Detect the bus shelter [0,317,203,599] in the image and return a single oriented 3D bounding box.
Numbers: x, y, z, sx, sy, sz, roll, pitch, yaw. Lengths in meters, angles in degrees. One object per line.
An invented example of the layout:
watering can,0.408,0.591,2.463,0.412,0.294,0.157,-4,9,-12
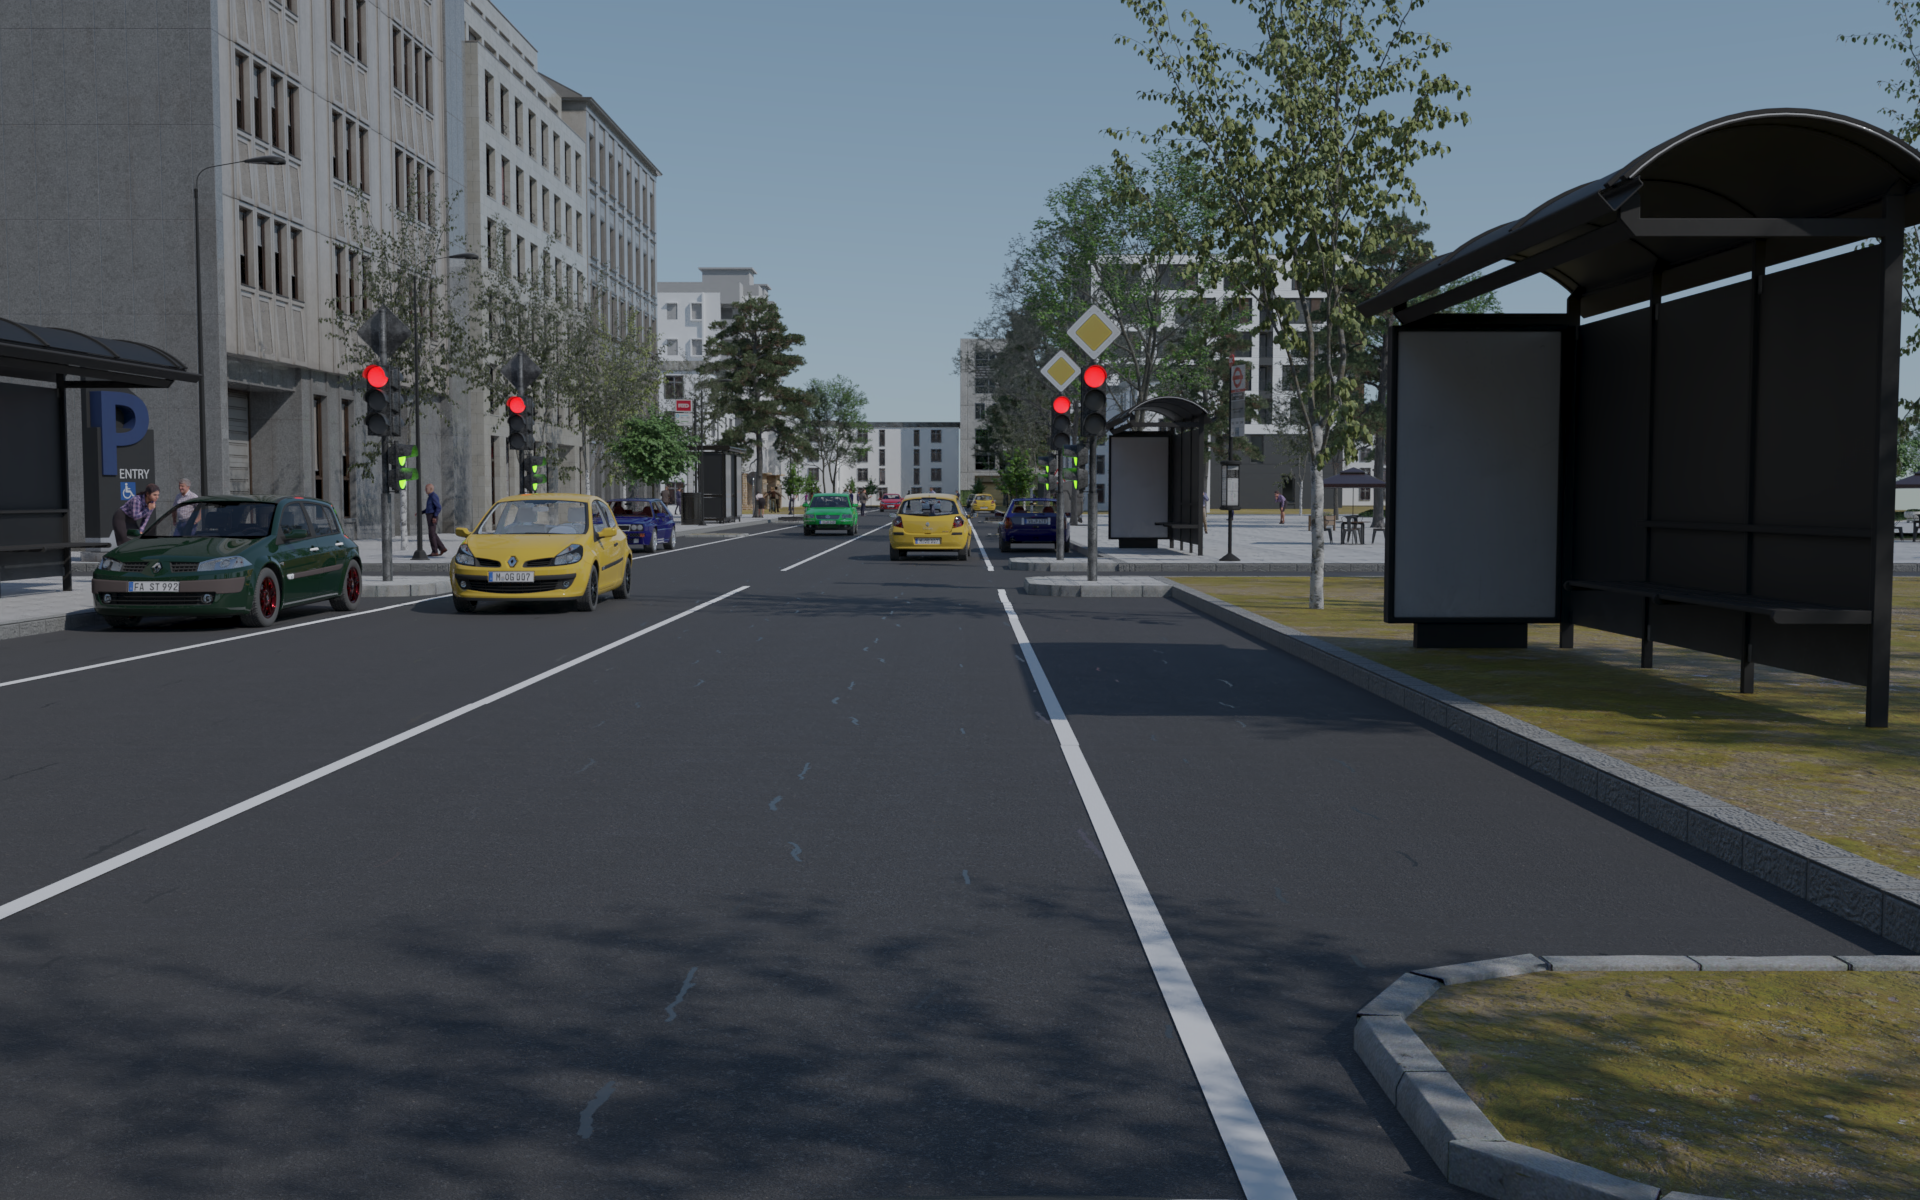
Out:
bus shelter,-11.076,-1.616,20.338,2.014,3.302,5.546,0,3,0

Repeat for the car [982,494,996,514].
car,1.700,-7.227,128.393,2.015,1.641,3.980,0,4,-2

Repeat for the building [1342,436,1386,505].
building,57.533,-15.906,202.210,28.070,9.664,9.099,0,3,0

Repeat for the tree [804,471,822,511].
tree,-11.681,-8.522,133.931,1.663,3.219,1.824,0,3,0

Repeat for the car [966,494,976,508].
car,1.551,-10.082,174.619,2.009,1.686,4.222,0,4,2

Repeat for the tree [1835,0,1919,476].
tree,12.487,-4.331,21.180,4.360,8.622,3.978,0,3,0

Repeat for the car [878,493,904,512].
car,-5.532,-8.003,139.884,2.155,1.783,4.494,0,4,-1

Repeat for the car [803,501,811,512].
car,-6.049,-4.124,79.229,2.131,1.459,4.920,0,3,0

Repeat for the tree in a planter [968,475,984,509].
tree in a planter,1.745,-10.092,162.229,1.991,3.239,1.994,0,3,0

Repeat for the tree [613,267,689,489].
tree,-11.429,-6.342,54.049,4.360,8.622,3.978,0,3,0

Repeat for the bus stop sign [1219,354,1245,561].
bus stop sign,5.228,-2.703,32.903,0.416,3.939,0.855,-1,4,-14

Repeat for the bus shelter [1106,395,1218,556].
bus shelter,4.286,-2.718,38.360,2.014,3.302,5.546,0,3,0

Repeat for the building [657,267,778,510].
building,-23.859,-17.496,142.482,16.016,20.091,11.380,0,3,0

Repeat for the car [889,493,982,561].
car,-0.624,-1.738,38.638,2.015,1.641,3.980,0,4,2

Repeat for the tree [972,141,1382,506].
tree,5.282,-7.669,51.141,9.928,11.665,9.643,0,3,0

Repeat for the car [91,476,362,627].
car,-8.279,-0.615,19.846,2.009,1.686,4.222,0,4,0

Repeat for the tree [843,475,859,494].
tree,-10.710,-10.892,172.687,1.663,3.219,1.824,0,3,0

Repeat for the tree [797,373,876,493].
tree,-11.074,-13.722,150.110,9.928,11.665,9.643,0,3,0

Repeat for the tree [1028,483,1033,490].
tree,4.685,-8.499,133.564,1.663,3.219,1.824,0,3,0

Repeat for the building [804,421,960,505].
building,-14.010,-15.902,202.149,28.070,9.664,9.099,0,3,0

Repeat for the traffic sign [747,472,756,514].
traffic sign,-11.663,-5.967,97.663,0.768,2.556,0.104,1,4,8

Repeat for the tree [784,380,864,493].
tree,-11.341,-12.673,141.617,7.601,10.594,8.767,0,4,-1

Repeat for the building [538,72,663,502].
building,-20.906,-14.414,84.814,9.793,20.994,18.267,0,3,0

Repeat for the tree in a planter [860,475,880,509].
tree in a planter,-8.366,-10.112,162.556,1.991,3.239,1.994,0,3,0

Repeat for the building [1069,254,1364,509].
building,23.477,-19.553,163.667,27.936,21.610,32.646,0,3,0

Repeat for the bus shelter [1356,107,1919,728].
bus shelter,4.332,-1.098,11.871,2.014,3.302,5.546,0,3,0

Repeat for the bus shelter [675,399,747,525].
bus shelter,-10.938,-6.002,75.759,2.179,5.291,8.768,0,4,0

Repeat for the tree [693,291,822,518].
tree,-10.856,-10.476,93.337,6.751,12.117,7.091,0,3,0

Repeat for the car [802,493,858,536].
car,-4.561,-3.209,61.262,1.959,1.807,4.718,0,4,-1

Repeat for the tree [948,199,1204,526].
tree,4.738,-9.748,69.745,12.009,13.543,11.850,0,3,0

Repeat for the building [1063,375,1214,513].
building,12.919,-11.717,133.714,9.099,9.664,28.070,0,3,0

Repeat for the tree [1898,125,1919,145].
tree,11.017,-3.984,15.499,4.737,8.622,4.395,0,3,0

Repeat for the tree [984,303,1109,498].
tree,5.635,-12.257,107.830,7.806,13.903,7.818,0,3,0

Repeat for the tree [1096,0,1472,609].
tree,3.772,-4.200,19.037,4.737,8.622,4.395,0,3,0

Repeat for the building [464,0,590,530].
building,-21.364,-12.969,66.802,10.420,20.320,16.860,0,3,0

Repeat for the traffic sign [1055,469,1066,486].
traffic sign,4.948,-5.356,87.575,0.884,2.594,0.081,0,4,5

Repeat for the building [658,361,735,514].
building,-20.393,-11.067,123.095,9.099,9.664,28.070,0,3,0

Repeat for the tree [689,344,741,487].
tree,-12.884,-8.197,84.385,4.360,8.622,3.978,0,3,0

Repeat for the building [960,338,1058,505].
building,15.762,-20.722,205.260,31.486,18.905,16.747,0,3,0

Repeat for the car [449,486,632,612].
car,-5.336,-0.739,22.315,2.015,1.641,3.980,0,4,-2

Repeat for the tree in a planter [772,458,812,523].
tree in a planter,-8.249,-5.414,85.738,1.991,3.239,1.994,0,3,0

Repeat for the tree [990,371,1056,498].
tree,3.921,-9.151,99.975,4.360,8.622,3.978,0,3,0

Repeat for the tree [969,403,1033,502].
tree,4.285,-13.419,153.805,7.601,10.594,8.767,-1,4,-23

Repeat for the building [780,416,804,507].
building,-30.506,-14.264,175.365,28.070,9.664,9.099,0,3,0

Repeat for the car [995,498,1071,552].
car,1.857,-1.917,43.930,1.945,1.354,3.894,0,4,0

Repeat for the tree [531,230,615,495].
tree,-11.465,-5.805,45.281,4.360,8.622,3.978,0,3,0

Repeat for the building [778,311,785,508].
building,-23.881,-18.191,153.841,16.016,20.091,11.380,0,3,0

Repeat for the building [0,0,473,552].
building,-22.420,-14.052,47.773,12.078,24.808,19.932,0,3,0

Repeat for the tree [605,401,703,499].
tree,-10.908,-4.743,61.269,4.285,4.588,4.351,0,3,0

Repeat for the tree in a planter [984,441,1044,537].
tree in a planter,1.909,-3.725,58.130,1.991,3.239,1.994,0,3,0

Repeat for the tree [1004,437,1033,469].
tree,4.640,-10.407,120.519,4.737,8.622,4.395,0,3,0

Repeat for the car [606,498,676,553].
car,-8.258,-1.885,43.406,1.945,1.354,3.894,0,4,1

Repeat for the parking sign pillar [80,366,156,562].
parking sign pillar,-16.105,-2.734,33.174,1.447,3.967,1.447,2,4,23
